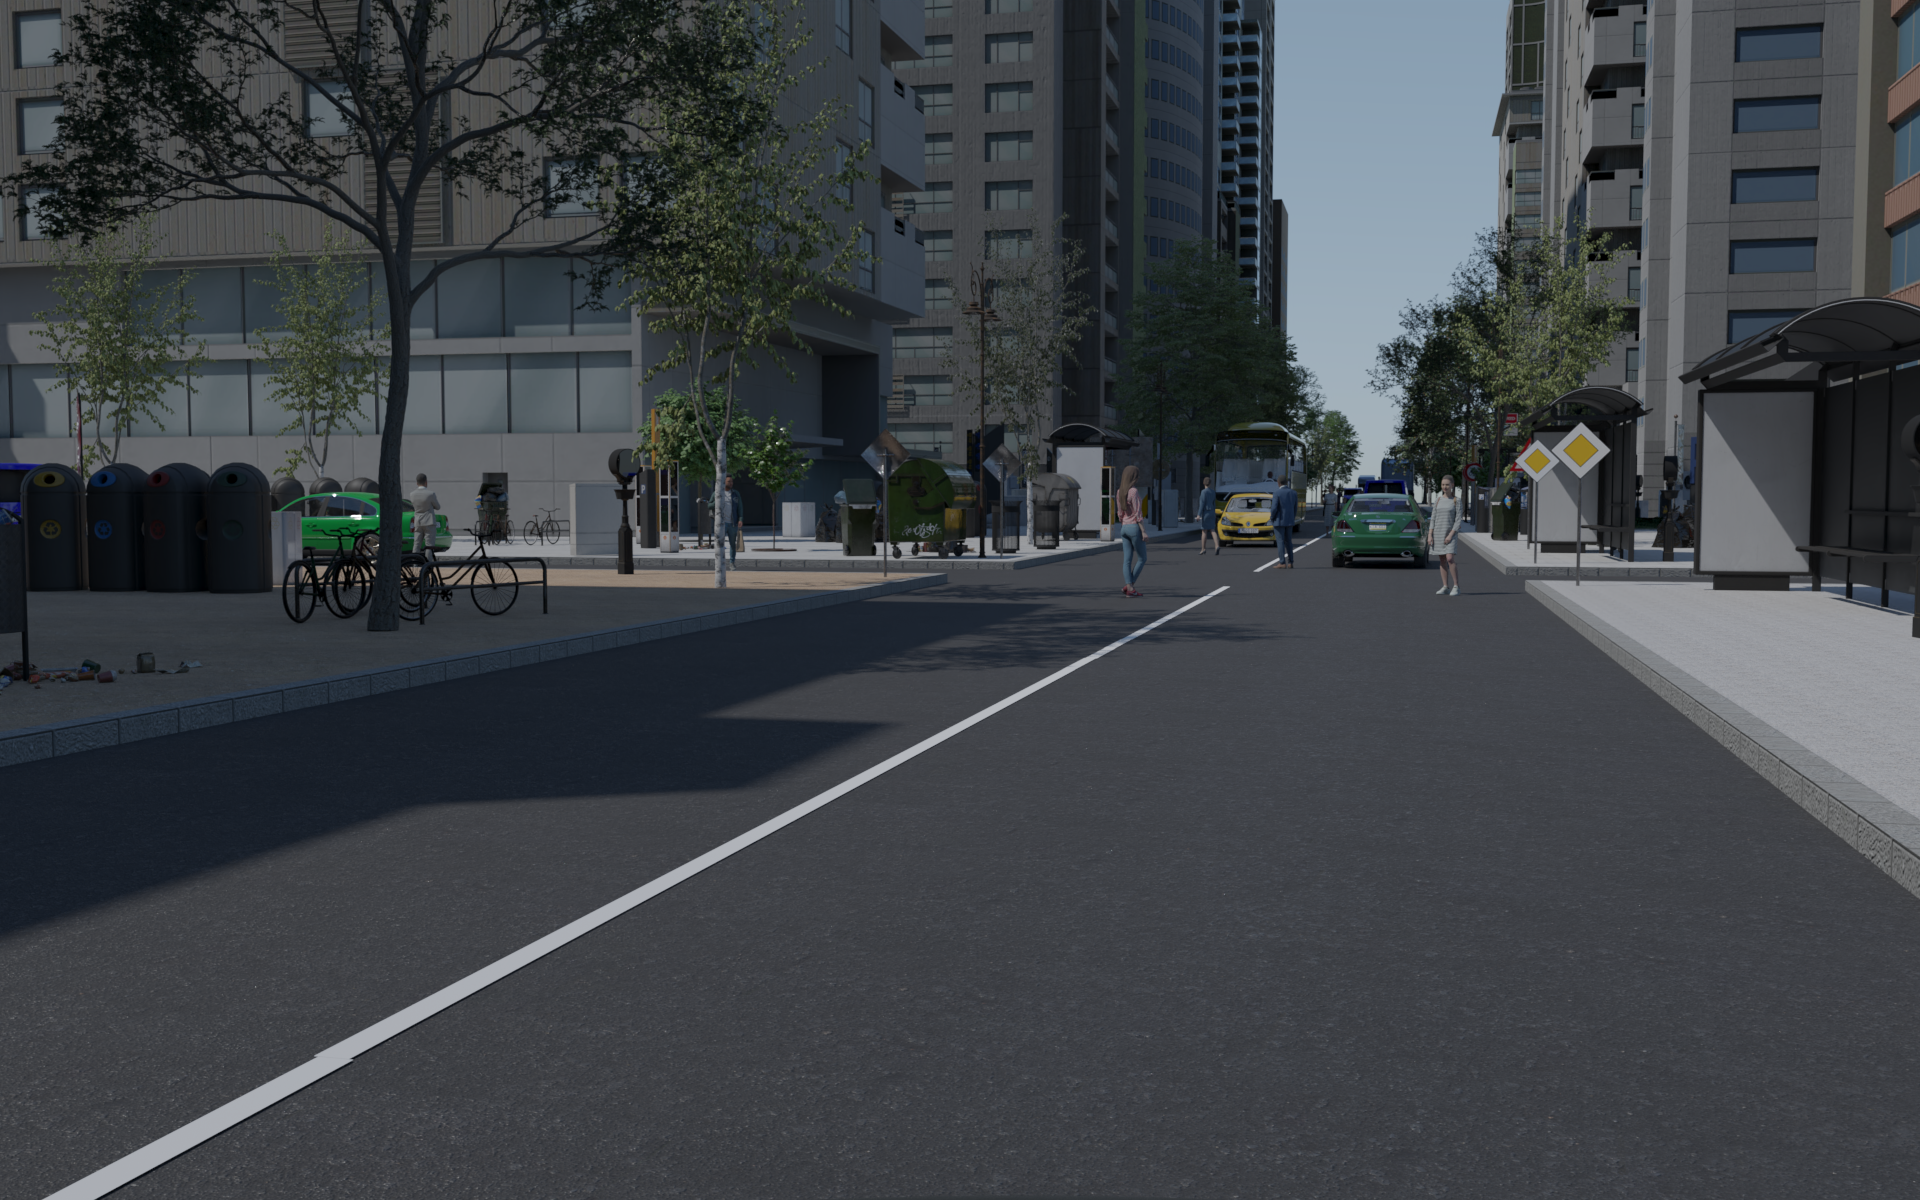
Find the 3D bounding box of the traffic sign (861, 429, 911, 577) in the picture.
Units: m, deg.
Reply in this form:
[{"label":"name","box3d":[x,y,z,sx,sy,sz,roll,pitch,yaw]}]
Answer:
[{"label":"traffic sign","box3d":[-1.148,-1.407,26.640,0.795,2.450,0.064,1,4,14]}]

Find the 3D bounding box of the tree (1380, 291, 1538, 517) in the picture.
[{"label":"tree","box3d":[28.251,-10.960,96.212,9.611,12.733,9.660,0,3,0]}]

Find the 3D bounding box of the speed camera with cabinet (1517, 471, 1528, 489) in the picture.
[{"label":"speed camera with cabinet","box3d":[22.370,-4.647,70.320,2.038,3.252,0.660,3,5,42]}]

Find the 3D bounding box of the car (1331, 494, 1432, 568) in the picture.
[{"label":"car","box3d":[8.574,-1.428,35.144,2.131,1.459,4.920,1,4,16]}]

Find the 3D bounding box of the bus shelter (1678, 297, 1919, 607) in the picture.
[{"label":"bus shelter","box3d":[9.957,-1.624,20.478,2.014,3.302,5.546,1,4,14]}]

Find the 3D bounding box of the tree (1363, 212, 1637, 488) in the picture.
[{"label":"tree","box3d":[17.889,-7.577,58.295,8.767,10.594,7.601,0,4,4]}]

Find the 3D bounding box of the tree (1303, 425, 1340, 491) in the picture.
[{"label":"tree","box3d":[37.595,-14.151,181.731,4.737,8.622,4.395,0,3,0]}]

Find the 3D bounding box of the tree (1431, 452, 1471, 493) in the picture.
[{"label":"tree","box3d":[30.805,-7.568,107.450,4.285,4.588,4.351,0,3,0]}]

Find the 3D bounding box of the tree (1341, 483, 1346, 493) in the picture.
[{"label":"tree","box3d":[55.274,-15.747,252.067,1.663,3.219,1.824,0,3,0]}]

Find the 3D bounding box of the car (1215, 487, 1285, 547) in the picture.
[{"label":"car","box3d":[8.116,-2.308,47.956,2.015,1.641,3.980,1,4,13]}]

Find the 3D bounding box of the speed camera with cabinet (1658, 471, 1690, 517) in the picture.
[{"label":"speed camera with cabinet","box3d":[27.778,-4.421,66.620,0.660,3.252,2.038,-1,4,-17]}]

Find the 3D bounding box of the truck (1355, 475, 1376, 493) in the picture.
[{"label":"truck","box3d":[59.377,-15.999,251.346,2.967,4.110,18.799,1,4,16]}]

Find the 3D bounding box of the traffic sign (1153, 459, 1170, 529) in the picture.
[{"label":"traffic sign","box3d":[7.246,-3.846,62.990,0.768,2.556,0.104,1,4,19]}]

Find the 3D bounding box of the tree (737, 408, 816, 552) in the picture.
[{"label":"tree","box3d":[-4.048,-2.708,38.871,1.663,3.219,1.824,0,3,0]}]

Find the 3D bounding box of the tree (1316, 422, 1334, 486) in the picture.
[{"label":"tree","box3d":[17.302,-11.323,103.257,7.486,12.596,7.792,0,3,0]}]

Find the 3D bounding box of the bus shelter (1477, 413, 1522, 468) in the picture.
[{"label":"bus shelter","box3d":[25.850,-6.466,83.345,2.179,5.291,8.768,1,4,14]}]

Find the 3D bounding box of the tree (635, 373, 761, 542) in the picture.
[{"label":"tree","box3d":[-7.053,-3.862,46.864,4.285,4.588,4.351,0,3,0]}]

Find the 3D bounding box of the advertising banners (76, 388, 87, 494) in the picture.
[{"label":"advertising banners","box3d":[-14.996,-2.042,29.568,0.090,3.025,2.074,-2,4,-25]}]

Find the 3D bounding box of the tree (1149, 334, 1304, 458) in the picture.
[{"label":"tree","box3d":[14.527,-9.707,93.115,8.767,10.594,7.601,-1,4,-21]}]

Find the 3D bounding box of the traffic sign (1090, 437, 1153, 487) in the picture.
[{"label":"traffic sign","box3d":[5.753,-4.161,61.911,2.265,3.308,0.079,1,4,16]}]

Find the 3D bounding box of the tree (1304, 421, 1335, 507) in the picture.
[{"label":"tree","box3d":[35.741,-13.695,174.270,4.360,8.622,3.978,0,3,0]}]

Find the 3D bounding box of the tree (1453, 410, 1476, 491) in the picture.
[{"label":"tree","box3d":[38.917,-11.328,135.573,4.360,8.622,3.978,0,3,0]}]

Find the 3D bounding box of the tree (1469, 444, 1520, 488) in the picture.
[{"label":"tree","box3d":[20.035,-4.346,65.659,1.663,3.219,1.824,0,3,0]}]

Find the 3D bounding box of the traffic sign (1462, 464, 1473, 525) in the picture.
[{"label":"traffic sign","box3d":[21.061,-4.353,71.281,0.768,2.556,0.104,1,4,16]}]

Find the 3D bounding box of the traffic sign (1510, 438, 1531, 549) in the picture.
[{"label":"traffic sign","box3d":[13.207,-2.456,40.166,0.884,2.594,0.081,1,4,21]}]

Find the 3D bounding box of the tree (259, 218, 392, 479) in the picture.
[{"label":"tree","box3d":[-17.135,-5.883,46.552,4.737,8.622,4.395,0,3,0]}]

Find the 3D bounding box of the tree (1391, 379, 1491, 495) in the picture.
[{"label":"tree","box3d":[45.706,-15.485,163.547,12.009,13.543,11.850,0,3,0]}]

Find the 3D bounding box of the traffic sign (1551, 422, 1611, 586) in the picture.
[{"label":"traffic sign","box3d":[8.628,-1.253,24.131,0.795,2.450,0.064,1,4,14]}]

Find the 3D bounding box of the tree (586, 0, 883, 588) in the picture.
[{"label":"tree","box3d":[-3.213,-4.487,23.731,4.737,8.622,4.395,0,3,0]}]

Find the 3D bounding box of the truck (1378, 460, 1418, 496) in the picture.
[{"label":"truck","box3d":[31.363,-8.264,124.870,2.967,4.110,18.799,1,4,15]}]

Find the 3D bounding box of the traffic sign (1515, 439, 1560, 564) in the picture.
[{"label":"traffic sign","box3d":[10.604,-1.726,31.869,0.795,2.450,0.064,1,4,14]}]

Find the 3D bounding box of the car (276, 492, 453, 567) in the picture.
[{"label":"car","box3d":[-12.670,-1.602,34.990,4.718,1.807,1.959,1,4,12]}]

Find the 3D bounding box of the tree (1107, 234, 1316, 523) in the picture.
[{"label":"tree","box3d":[10.521,-9.659,76.059,7.486,12.596,7.792,0,3,0]}]

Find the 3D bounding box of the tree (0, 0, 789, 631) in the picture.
[{"label":"tree","box3d":[-5.073,-4.987,15.955,7.601,10.594,8.767,0,4,-4]}]

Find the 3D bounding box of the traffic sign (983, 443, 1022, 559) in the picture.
[{"label":"traffic sign","box3d":[0.828,-1.880,34.378,0.795,2.450,0.064,1,4,14]}]

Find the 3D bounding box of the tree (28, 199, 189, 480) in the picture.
[{"label":"tree","box3d":[-20.676,-5.627,42.357,4.737,8.622,4.395,0,3,0]}]

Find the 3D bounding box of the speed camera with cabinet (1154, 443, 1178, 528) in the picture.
[{"label":"speed camera with cabinet","box3d":[7.969,-4.437,66.879,0.660,3.252,2.038,0,4,-4]}]

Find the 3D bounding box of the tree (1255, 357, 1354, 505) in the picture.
[{"label":"tree","box3d":[23.700,-12.415,128.747,9.928,11.665,9.643,0,3,0]}]

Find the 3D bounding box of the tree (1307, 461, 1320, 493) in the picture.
[{"label":"tree","box3d":[28.352,-9.868,145.052,4.285,4.588,4.351,0,3,0]}]

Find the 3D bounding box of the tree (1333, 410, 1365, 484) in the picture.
[{"label":"tree","box3d":[50.595,-19.250,232.857,7.486,12.596,7.792,0,3,0]}]

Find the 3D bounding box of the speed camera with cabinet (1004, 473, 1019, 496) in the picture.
[{"label":"speed camera with cabinet","box3d":[3.196,-5.725,87.936,2.038,3.252,0.660,-2,4,-24]}]

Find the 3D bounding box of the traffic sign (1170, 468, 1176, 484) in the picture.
[{"label":"traffic sign","box3d":[8.243,-4.055,68.426,0.606,2.300,0.079,1,4,19]}]

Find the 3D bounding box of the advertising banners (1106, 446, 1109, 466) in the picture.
[{"label":"advertising banners","box3d":[4.612,-3.908,60.079,0.090,3.025,2.074,3,4,37]}]

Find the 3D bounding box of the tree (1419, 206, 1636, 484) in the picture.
[{"label":"tree","box3d":[15.165,-5.757,44.497,4.737,8.622,4.395,0,3,0]}]

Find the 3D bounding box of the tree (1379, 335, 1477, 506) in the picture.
[{"label":"tree","box3d":[52.507,-20.300,187.799,12.611,20.169,13.585,0,3,0]}]

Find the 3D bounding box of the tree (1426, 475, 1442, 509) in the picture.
[{"label":"tree","box3d":[40.656,-9.378,147.927,1.663,3.219,1.824,0,3,0]}]

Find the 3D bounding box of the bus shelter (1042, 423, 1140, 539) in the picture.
[{"label":"bus shelter","box3d":[4.007,-3.555,52.041,2.014,3.302,5.546,1,4,14]}]

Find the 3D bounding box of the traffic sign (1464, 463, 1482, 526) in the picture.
[{"label":"traffic sign","box3d":[20.823,-4.286,70.182,0.768,2.556,0.104,1,4,19]}]

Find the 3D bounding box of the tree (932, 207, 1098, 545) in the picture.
[{"label":"tree","box3d":[1.555,-5.709,43.700,4.360,8.622,3.978,0,3,0]}]

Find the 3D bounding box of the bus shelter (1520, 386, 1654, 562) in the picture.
[{"label":"bus shelter","box3d":[12.541,-2.515,35.049,2.014,3.302,5.546,1,4,14]}]

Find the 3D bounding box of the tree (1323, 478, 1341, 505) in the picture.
[{"label":"tree","box3d":[44.785,-13.158,209.733,1.663,3.219,1.824,0,3,0]}]
